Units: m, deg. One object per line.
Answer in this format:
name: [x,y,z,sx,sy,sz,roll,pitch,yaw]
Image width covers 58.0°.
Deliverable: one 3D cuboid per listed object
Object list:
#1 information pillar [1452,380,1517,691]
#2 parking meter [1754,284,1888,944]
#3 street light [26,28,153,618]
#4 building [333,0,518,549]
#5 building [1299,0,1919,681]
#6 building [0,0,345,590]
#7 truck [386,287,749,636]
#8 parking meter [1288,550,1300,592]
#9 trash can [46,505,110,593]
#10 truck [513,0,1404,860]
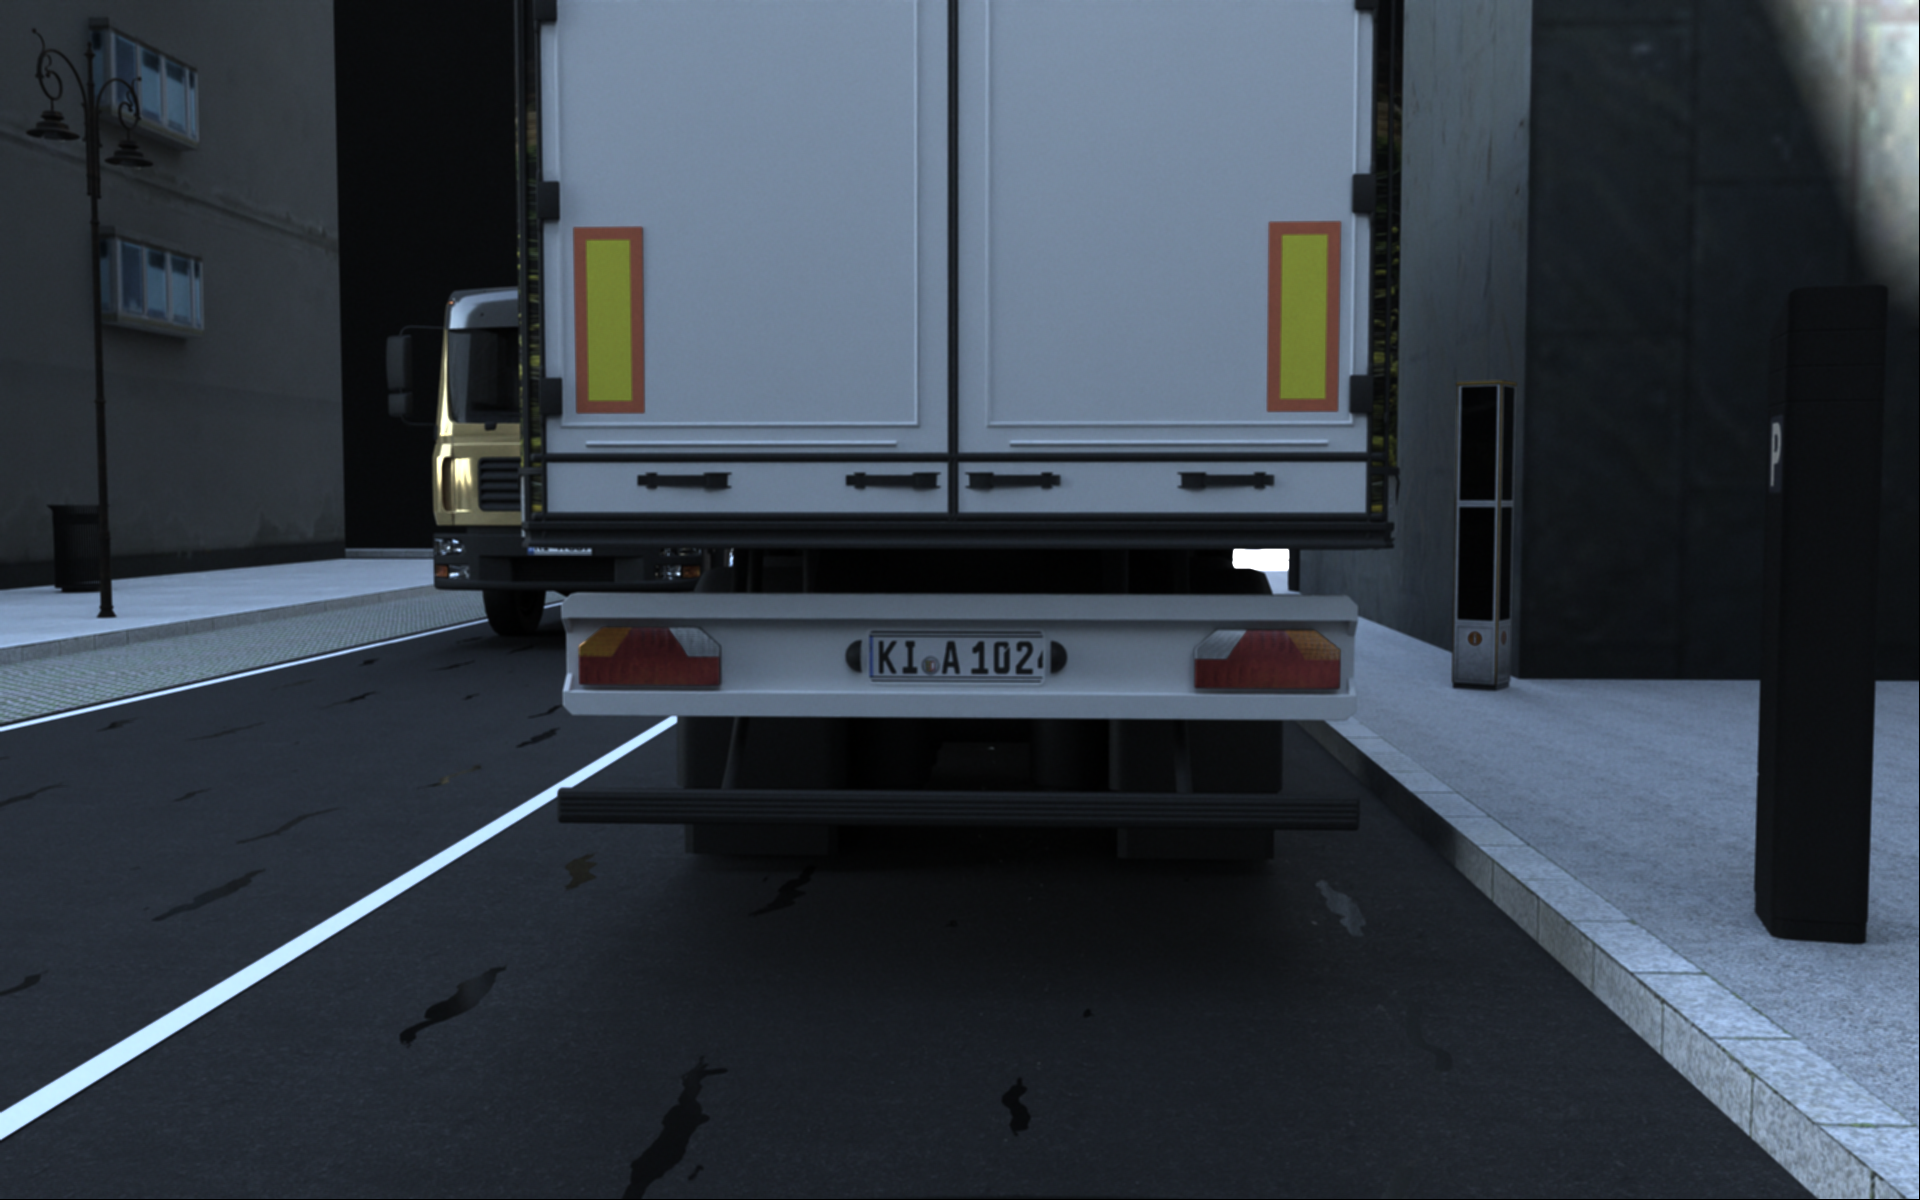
information pillar: [3.454,-0.424,11.417,0.304,2.012,0.304,2,4,35]
parking meter: [2.519,0.038,5.088,0.255,1.863,0.399,1,4,16]
street light: [-8.885,-2.756,17.856,0.468,5.910,1.993,0,4,3]
building: [-13.914,-13.346,47.892,12.332,23.373,15.834,0,4,3]
building: [14.772,-42.273,3.831,22.319,86.520,31.000,0,4,3]
building: [-23.253,-24.416,22.901,21.600,48.544,21.300,0,4,3]
truck: [-3.340,-1.447,19.590,3.469,3.379,9.791,0,4,4]
parking meter: [4.518,-1.052,22.913,0.255,1.863,0.399,0,4,-6]
trash can: [-11.550,-0.677,22.725,0.748,1.137,0.748,0,3,0]
truck: [0.258,-1.306,10.261,2.839,4.237,11.283,0,4,3]
